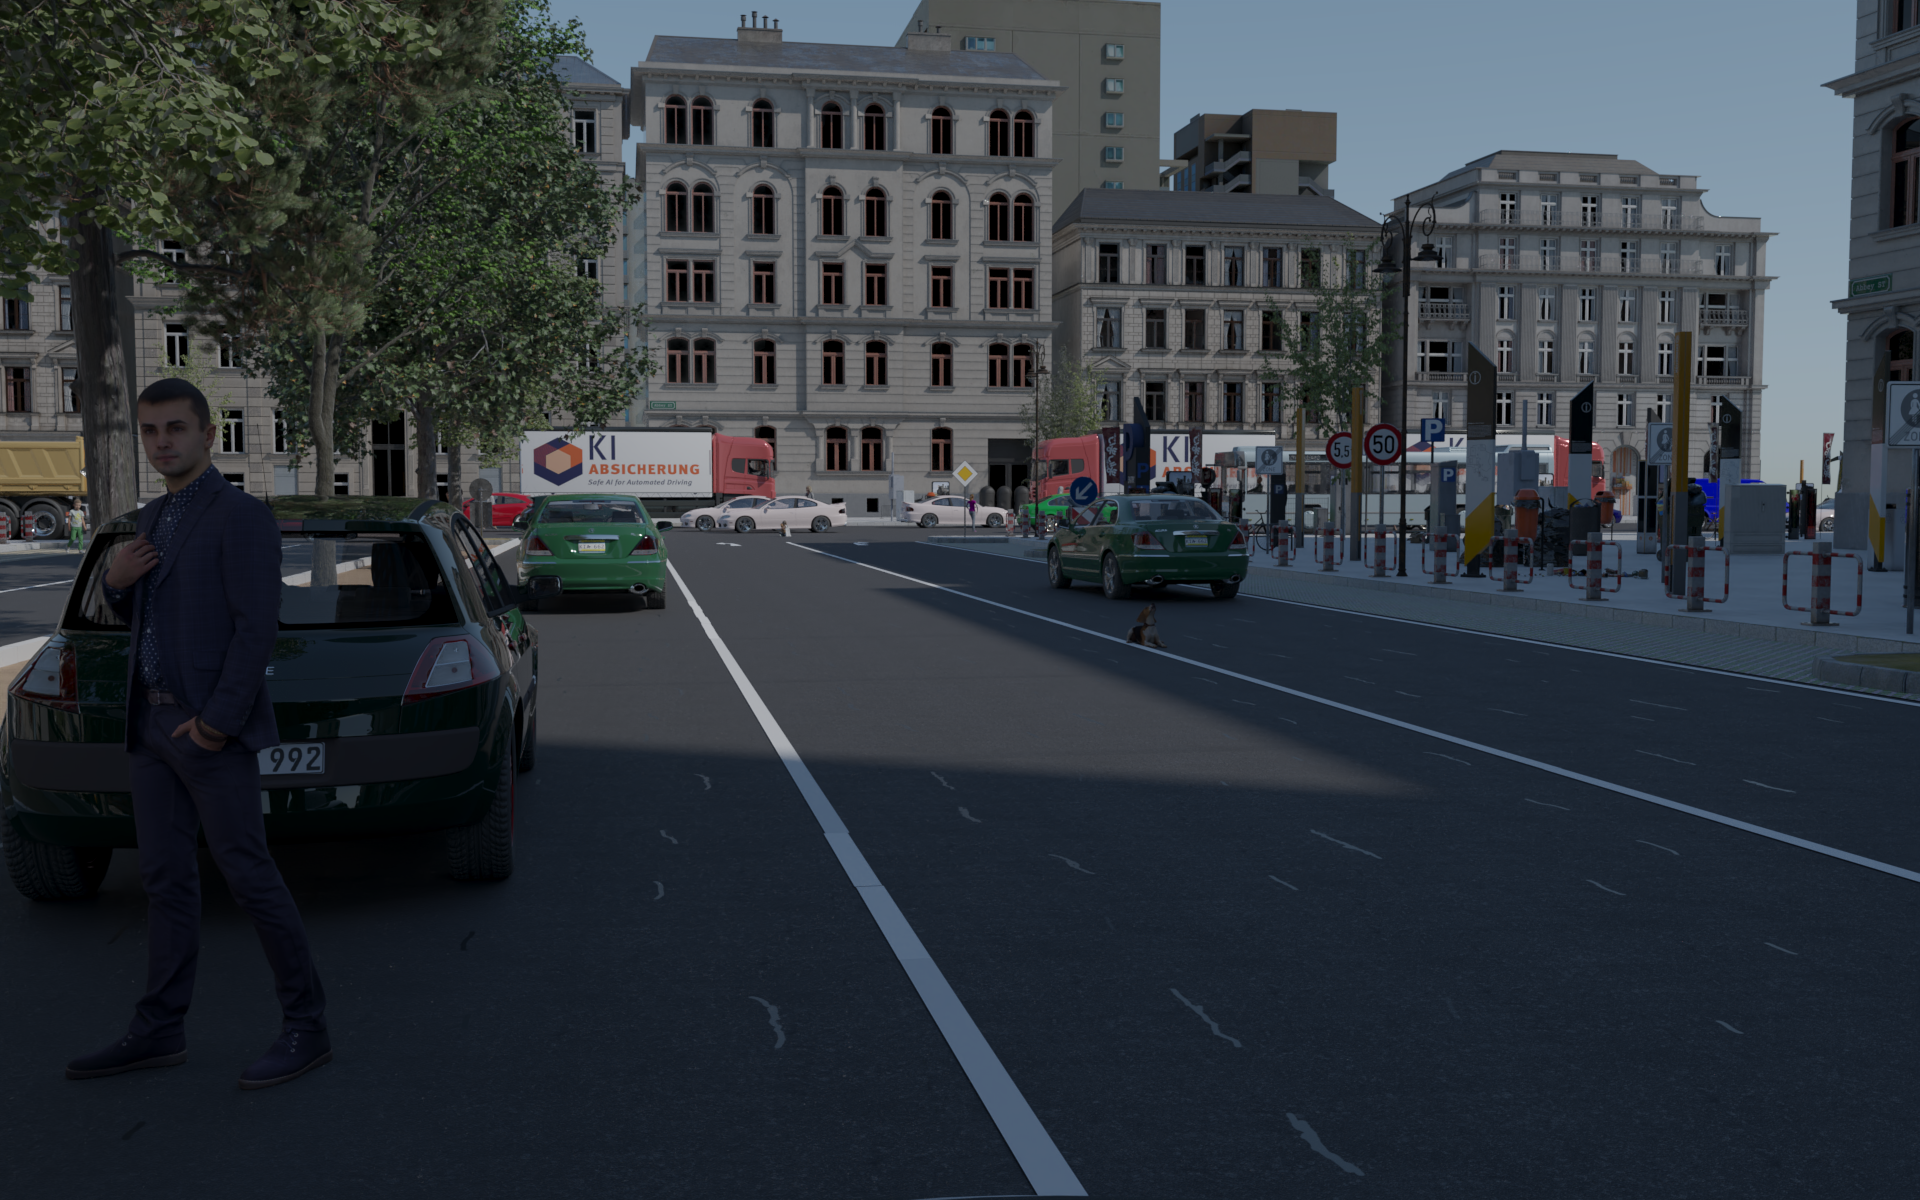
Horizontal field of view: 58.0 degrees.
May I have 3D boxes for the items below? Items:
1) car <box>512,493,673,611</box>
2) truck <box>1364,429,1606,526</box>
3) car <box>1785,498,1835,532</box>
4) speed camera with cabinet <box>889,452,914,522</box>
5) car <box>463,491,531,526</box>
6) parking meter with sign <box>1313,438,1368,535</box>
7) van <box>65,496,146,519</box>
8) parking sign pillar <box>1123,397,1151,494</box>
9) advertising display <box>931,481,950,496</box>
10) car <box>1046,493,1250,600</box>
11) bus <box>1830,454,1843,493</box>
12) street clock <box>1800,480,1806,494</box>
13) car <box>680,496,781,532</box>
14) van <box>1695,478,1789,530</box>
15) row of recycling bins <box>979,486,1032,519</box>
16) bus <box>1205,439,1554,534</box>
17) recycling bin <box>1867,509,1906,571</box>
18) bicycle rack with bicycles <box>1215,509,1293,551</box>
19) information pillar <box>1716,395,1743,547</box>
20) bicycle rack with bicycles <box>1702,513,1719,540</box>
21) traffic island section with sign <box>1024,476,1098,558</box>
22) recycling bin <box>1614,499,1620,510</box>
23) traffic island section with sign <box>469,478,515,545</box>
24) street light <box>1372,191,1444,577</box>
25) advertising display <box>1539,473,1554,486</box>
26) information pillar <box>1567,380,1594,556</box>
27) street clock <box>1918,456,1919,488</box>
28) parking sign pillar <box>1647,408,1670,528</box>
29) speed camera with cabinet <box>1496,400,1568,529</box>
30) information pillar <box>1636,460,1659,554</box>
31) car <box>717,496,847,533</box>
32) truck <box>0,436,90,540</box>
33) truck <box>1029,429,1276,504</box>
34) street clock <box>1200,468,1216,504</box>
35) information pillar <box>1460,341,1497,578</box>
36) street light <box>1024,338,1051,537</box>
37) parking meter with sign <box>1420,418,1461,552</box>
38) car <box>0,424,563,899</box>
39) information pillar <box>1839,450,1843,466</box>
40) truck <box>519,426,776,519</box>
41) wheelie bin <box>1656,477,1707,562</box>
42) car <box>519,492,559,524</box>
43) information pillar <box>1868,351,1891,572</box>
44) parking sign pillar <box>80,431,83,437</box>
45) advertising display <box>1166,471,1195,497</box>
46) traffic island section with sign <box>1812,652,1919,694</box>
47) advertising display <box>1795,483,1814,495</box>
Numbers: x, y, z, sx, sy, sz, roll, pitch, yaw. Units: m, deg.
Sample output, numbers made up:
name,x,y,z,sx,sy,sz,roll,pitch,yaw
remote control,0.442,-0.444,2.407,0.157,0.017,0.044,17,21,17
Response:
name,x,y,z,sx,sy,sz,roll,pitch,yaw
car,-4.830,-0.673,22.803,2.131,1.459,4.920,-1,4,-12
truck,23.587,-5.365,76.632,11.283,4.237,2.839,-1,4,-12
car,31.080,-2.951,60.606,4.827,1.381,2.083,-1,4,-11
speed camera with cabinet,-2.759,-5.331,81.499,0.660,3.252,2.038,-1,4,-22
car,-18.173,-3.503,66.319,4.494,1.783,2.155,-1,4,-10
parking meter with sign,11.887,-3.526,53.907,1.738,3.016,0.543,-1,4,-12
van,-33.601,-3.737,68.107,4.112,2.044,2.013,-1,4,-11
parking sign pillar,4.832,-3.598,47.307,1.447,3.967,1.447,-1,4,-9
advertising display,-0.984,-5.046,87.708,0.974,1.923,0.123,-2,4,-27
car,2.609,-0.814,25.109,2.131,1.459,4.920,-1,4,-13
bus,43.445,-5.068,74.411,12.252,3.916,2.896,-1,4,-12
street clock,43.407,-5.172,89.130,0.358,2.002,0.471,2,4,25
car,-8.399,-3.343,67.023,4.827,1.381,2.083,-1,4,-9
van,29.972,-3.890,67.991,5.245,2.365,2.240,-1,4,-10
row of recycling bins,2.753,-5.005,88.949,3.534,1.692,1.069,0,4,-4
bus,15.123,-4.220,63.863,13.247,3.499,2.948,-1,4,-10
recycling bin,15.774,-1.010,29.065,0.722,1.027,0.722,0,4,-8
bicycle rack with bicycles,6.101,-1.598,39.516,2.925,0.926,2.852,-2,4,-28
information pillar,18.146,-3.026,40.822,0.183,3.616,0.504,-3,4,-38
bicycle rack with bicycles,21.125,-2.215,49.604,2.925,0.926,2.852,-2,4,-33
traffic island section with sign,2.518,-1.884,39.429,1.989,1.847,2.006,-1,4,-11
recycling bin,33.669,-4.723,89.768,0.722,1.027,0.722,-1,4,-18
traffic island section with sign,-13.641,-2.508,49.136,2.006,1.907,1.989,-1,4,-11
street light,6.895,-3.306,26.840,0.468,5.910,1.993,-1,4,-11
advertising display,17.749,-2.915,52.874,0.974,1.923,0.123,-2,4,-32
information pillar,12.829,-2.718,35.794,0.504,3.616,0.183,0,4,-6
street clock,18.207,-1.728,32.816,0.358,2.002,0.471,2,4,35
parking sign pillar,22.061,-4.029,54.342,1.447,3.967,1.447,-3,4,-37
speed camera with cabinet,12.396,-2.597,36.795,2.038,3.252,0.660,-1,4,-23
information pillar,14.690,-1.988,37.000,0.304,2.012,0.304,-1,4,-11
car,-6.596,-3.172,64.217,4.827,1.381,2.083,-1,4,-13
truck,-30.905,-3.400,51.511,9.791,3.379,3.469,-1,4,-13
truck,8.072,-5.315,75.817,11.283,4.237,2.839,-1,4,-12
street clock,6.753,-2.623,47.464,0.471,2.002,0.358,2,4,33
information pillar,7.957,-2.150,26.504,0.183,3.616,0.504,-3,4,-38
street light,2.289,-4.813,51.483,0.468,5.910,1.993,-1,4,-11
parking meter with sign,10.872,-2.614,39.006,0.543,3.016,1.738,0,4,-1
car,-2.788,0.131,7.644,2.009,1.686,4.222,-1,4,-12
information pillar,47.239,-6.194,92.619,0.183,3.616,0.504,-3,5,-41
truck,-12.854,-5.169,73.430,11.283,4.237,2.839,-1,4,-12
wheelie bin,13.674,-1.520,32.758,0.980,1.594,0.693,-1,4,-22
car,-13.396,-3.140,61.120,4.222,1.686,2.009,-1,4,-10
information pillar,15.186,-2.278,28.605,0.183,3.616,0.504,0,4,8
parking sign pillar,-36.954,-5.241,74.160,1.447,3.967,1.447,0,4,-7
advertising display,6.116,-2.623,48.104,0.974,1.923,0.123,-2,4,-34
traffic island section with sign,7.634,-0.265,12.962,1.989,1.847,2.006,-1,4,-11
advertising display,48.940,-5.820,100.376,0.974,1.923,0.123,2,4,30
